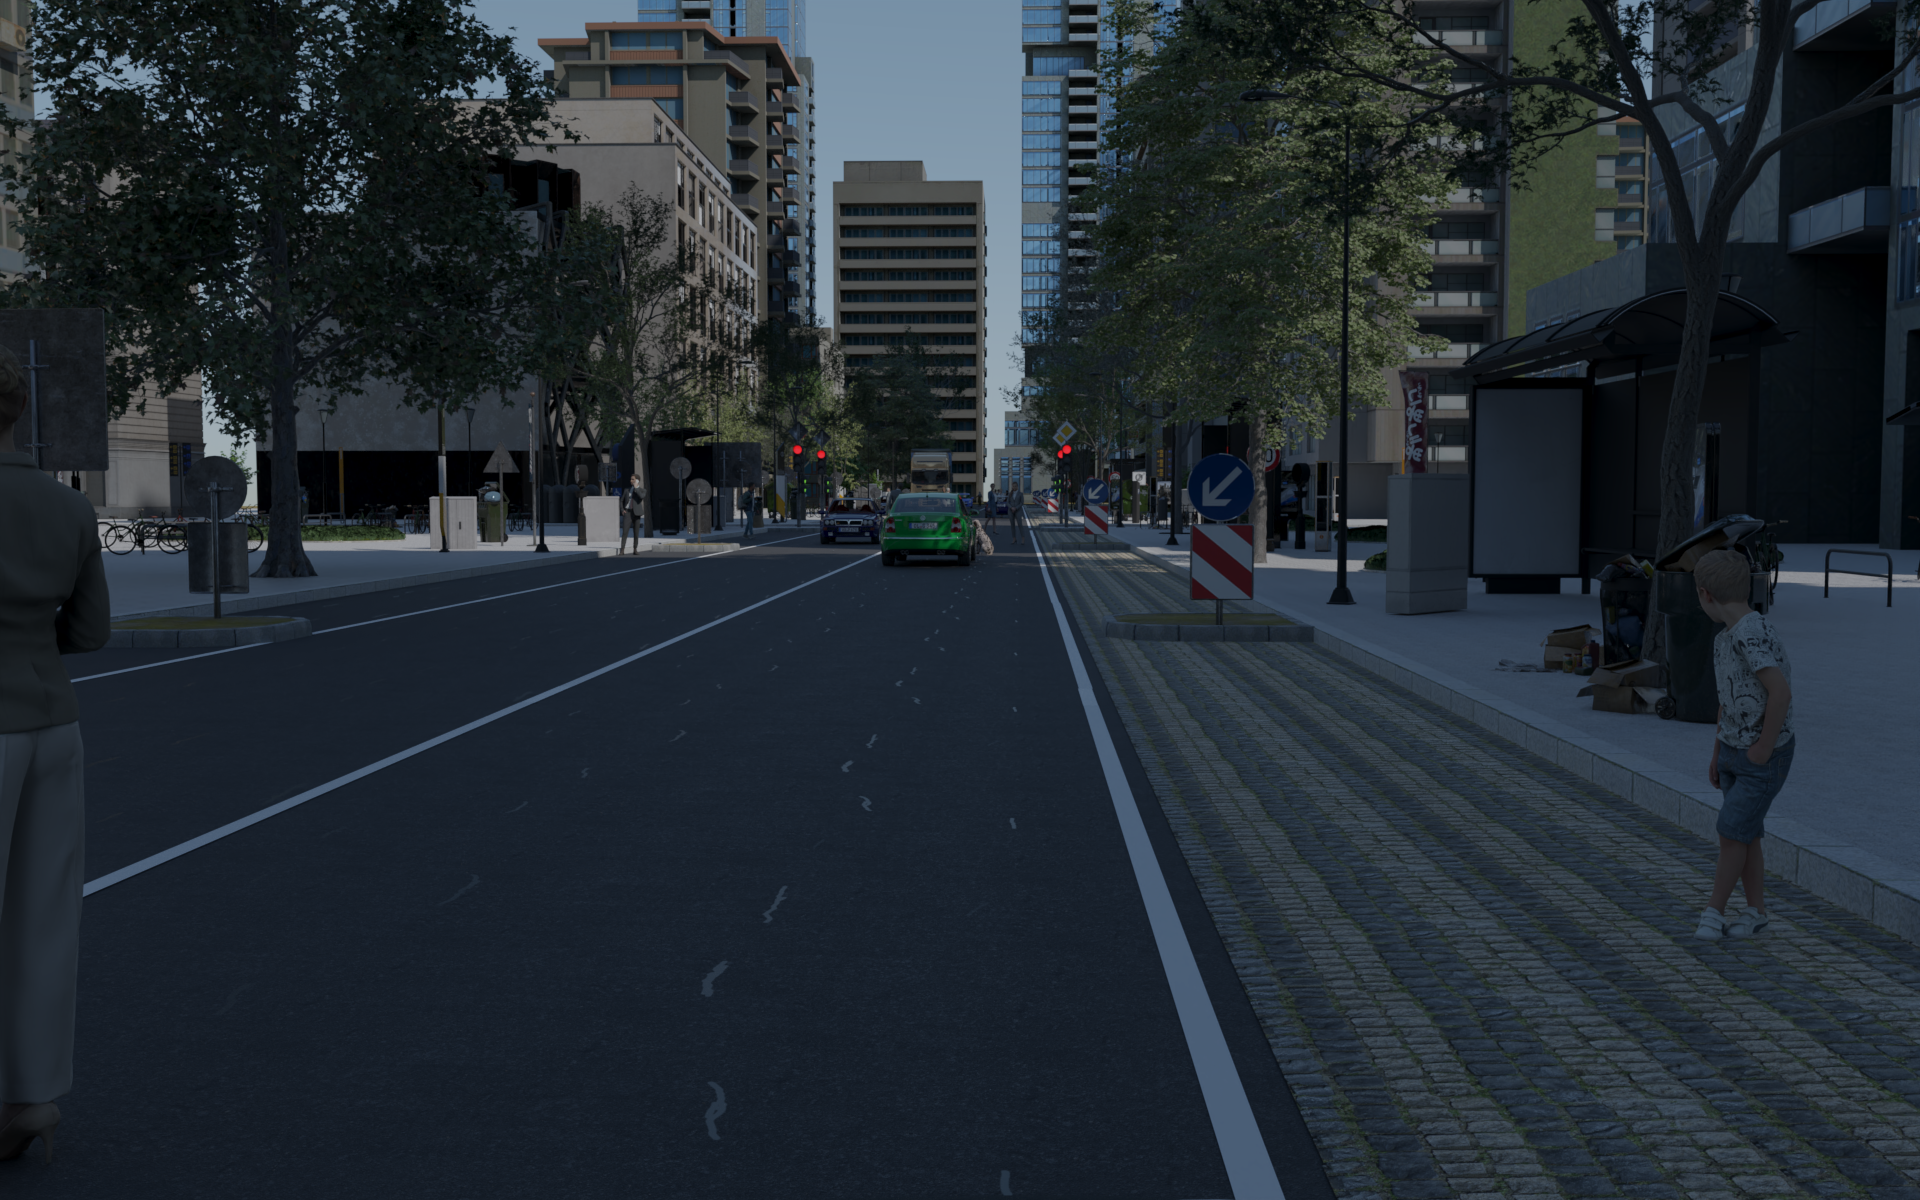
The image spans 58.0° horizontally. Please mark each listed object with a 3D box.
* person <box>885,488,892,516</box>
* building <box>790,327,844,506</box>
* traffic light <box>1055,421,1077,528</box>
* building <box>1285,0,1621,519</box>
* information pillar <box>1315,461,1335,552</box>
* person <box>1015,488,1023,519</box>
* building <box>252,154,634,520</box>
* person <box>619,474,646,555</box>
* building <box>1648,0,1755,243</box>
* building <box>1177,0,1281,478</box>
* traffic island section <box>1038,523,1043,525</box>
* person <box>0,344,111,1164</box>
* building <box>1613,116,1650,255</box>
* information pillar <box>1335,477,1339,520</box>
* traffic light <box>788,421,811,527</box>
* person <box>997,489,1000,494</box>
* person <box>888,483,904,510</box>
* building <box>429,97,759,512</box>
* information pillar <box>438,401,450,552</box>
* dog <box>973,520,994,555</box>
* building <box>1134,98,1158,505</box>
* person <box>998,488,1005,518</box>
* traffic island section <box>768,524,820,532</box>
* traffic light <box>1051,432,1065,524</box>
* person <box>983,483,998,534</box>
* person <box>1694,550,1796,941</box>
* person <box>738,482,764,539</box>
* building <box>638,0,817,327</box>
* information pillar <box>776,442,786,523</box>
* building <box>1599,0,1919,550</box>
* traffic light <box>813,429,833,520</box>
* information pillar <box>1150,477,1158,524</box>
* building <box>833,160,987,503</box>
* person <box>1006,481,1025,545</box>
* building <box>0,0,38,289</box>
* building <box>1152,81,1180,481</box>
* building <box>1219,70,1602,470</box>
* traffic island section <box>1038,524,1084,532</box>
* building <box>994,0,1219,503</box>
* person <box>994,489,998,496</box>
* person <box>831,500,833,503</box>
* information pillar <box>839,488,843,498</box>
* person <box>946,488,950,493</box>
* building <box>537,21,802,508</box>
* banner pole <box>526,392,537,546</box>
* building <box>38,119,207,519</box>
[{"bbox_3d":[-4.348,-5.951,105.901,0.391,1.810,0.635,-3,5,-40],"label":"person"},{"bbox_3d":[-29.292,-21.840,202.126,28.899,21.520,27.650,0,4,2],"label":"building"},{"bbox_3d":[4.063,-4.735,66.344,0.839,4.253,0.868,0,4,2],"label":"traffic light"},{"bbox_3d":[25.193,-24.894,90.618,14.086,41.232,14.154,0,4,2],"label":"building"},{"bbox_3d":[8.065,-2.074,38.410,0.304,2.012,0.304,2,4,27],"label":"information pillar"},{"bbox_3d":[3.210,-5.450,97.587,0.713,1.824,0.794,1,4,15],"label":"person"},{"bbox_3d":[-26.683,-13.889,94.543,16.820,18.784,16.811,0,4,2],"label":"building"},{"bbox_3d":[-7.684,-2.005,40.636,0.648,1.900,0.474,0,4,-7],"label":"person"},{"bbox_3d":[54.441,-33.671,92.527,28.212,58.520,21.231,0,4,2],"label":"building"},{"bbox_3d":[31.085,-37.939,162.294,21.231,58.520,28.212,0,4,2],"label":"building"},{"bbox_3d":[4.372,-3.190,74.437,2.009,0.180,2.903,0,4,2],"label":"traffic island section"},{"bbox_3d":[-2.075,0.329,3.663,0.362,1.759,0.519,1,4,19],"label":"person"},{"bbox_3d":[69.102,-33.394,200.609,28.867,44.769,22.147,0,4,2],"label":"building"},{"bbox_3d":[16.126,-4.258,74.108,0.304,2.012,0.304,0,4,-3],"label":"information pillar"},{"bbox_3d":[-6.193,-4.755,66.673,0.839,4.253,0.868,0,4,2],"label":"traffic light"},{"bbox_3d":[2.950,-7.939,138.326,0.620,1.820,0.660,0,4,-1],"label":"person"},{"bbox_3d":[-2.121,-2.984,57.463,0.592,1.802,0.473,0,4,-1],"label":"person"},{"bbox_3d":[-26.851,-19.678,126.256,19.350,26.468,34.151,0,4,2],"label":"building"},{"bbox_3d":[-11.368,-2.855,38.033,0.183,3.616,0.504,-1,4,-9],"label":"information pillar"},{"bbox_3d":[0.562,-1.486,41.130,0.513,0.831,0.800,-1,4,-17],"label":"dog"},{"bbox_3d":[31.793,-35.392,202.363,21.300,48.544,21.600,0,4,2],"label":"building"},{"bbox_3d":[2.564,-5.940,105.966,0.694,1.780,0.624,3,5,40],"label":"person"},{"bbox_3d":[-6.233,-2.723,66.809,2.009,0.180,2.903,0,4,2],"label":"traffic island section"},{"bbox_3d":[4.332,-5.223,74.325,0.839,4.253,0.868,0,4,2],"label":"traffic light"},{"bbox_3d":[1.115,-3.252,61.687,0.581,1.822,0.654,-3,5,-42],"label":"person"},{"bbox_3d":[2.511,0.466,5.571,0.352,1.250,0.332,3,5,43],"label":"person"},{"bbox_3d":[-6.604,-2.832,54.791,0.713,1.824,0.794,2,4,33],"label":"person"},{"bbox_3d":[-34.209,-57.609,254.570,31.000,86.520,22.319,0,4,2],"label":"building"},{"bbox_3d":[-8.037,-5.277,77.641,0.183,3.616,0.504,3,4,36],"label":"information pillar"},{"bbox_3d":[28.567,-44.291,36.827,22.319,86.520,31.000,0,4,2],"label":"building"},{"bbox_3d":[-5.924,-5.244,74.653,0.839,4.253,0.868,0,4,2],"label":"traffic light"},{"bbox_3d":[8.201,-4.210,73.322,0.304,2.012,0.304,1,4,12],"label":"information pillar"},{"bbox_3d":[-6.960,-38.553,254.037,21.600,48.544,21.300,0,4,2],"label":"building"},{"bbox_3d":[1.584,-2.480,49.319,0.520,1.790,0.573,0,4,0],"label":"person"},{"bbox_3d":[-37.473,-21.388,41.582,23.993,40.220,32.217,0,4,2],"label":"building"},{"bbox_3d":[28.034,-32.692,184.622,14.600,45.320,14.200,0,4,2],"label":"building"},{"bbox_3d":[32.489,-50.067,131.272,22.319,86.520,31.000,0,4,2],"label":"building"},{"bbox_3d":[4.102,-2.702,66.457,2.009,0.180,2.903,0,4,2],"label":"traffic island section"},{"bbox_3d":[20.635,-57.496,252.738,31.000,86.520,22.319,0,4,2],"label":"building"},{"bbox_3d":[2.539,-6.896,121.586,0.599,1.781,0.374,-3,4,-38],"label":"person"},{"bbox_3d":[-4.847,-3.175,65.433,0.382,1.210,0.505,0,4,-7],"label":"person"},{"bbox_3d":[-8.943,-8.591,131.814,0.504,3.616,0.183,-2,4,-25],"label":"information pillar"},{"bbox_3d":[-0.632,-5.294,95.537,0.782,1.767,0.515,1,4,11],"label":"person"},{"bbox_3d":[-26.987,-31.186,164.513,22.147,44.769,28.867,0,4,2],"label":"building"},{"bbox_3d":[-10.452,-3.198,42.306,0.401,3.779,0.863,0,4,-5],"label":"banner pole"},{"bbox_3d":[-51.156,-14.844,91.845,18.267,20.994,9.793,0,4,2],"label":"building"}]
